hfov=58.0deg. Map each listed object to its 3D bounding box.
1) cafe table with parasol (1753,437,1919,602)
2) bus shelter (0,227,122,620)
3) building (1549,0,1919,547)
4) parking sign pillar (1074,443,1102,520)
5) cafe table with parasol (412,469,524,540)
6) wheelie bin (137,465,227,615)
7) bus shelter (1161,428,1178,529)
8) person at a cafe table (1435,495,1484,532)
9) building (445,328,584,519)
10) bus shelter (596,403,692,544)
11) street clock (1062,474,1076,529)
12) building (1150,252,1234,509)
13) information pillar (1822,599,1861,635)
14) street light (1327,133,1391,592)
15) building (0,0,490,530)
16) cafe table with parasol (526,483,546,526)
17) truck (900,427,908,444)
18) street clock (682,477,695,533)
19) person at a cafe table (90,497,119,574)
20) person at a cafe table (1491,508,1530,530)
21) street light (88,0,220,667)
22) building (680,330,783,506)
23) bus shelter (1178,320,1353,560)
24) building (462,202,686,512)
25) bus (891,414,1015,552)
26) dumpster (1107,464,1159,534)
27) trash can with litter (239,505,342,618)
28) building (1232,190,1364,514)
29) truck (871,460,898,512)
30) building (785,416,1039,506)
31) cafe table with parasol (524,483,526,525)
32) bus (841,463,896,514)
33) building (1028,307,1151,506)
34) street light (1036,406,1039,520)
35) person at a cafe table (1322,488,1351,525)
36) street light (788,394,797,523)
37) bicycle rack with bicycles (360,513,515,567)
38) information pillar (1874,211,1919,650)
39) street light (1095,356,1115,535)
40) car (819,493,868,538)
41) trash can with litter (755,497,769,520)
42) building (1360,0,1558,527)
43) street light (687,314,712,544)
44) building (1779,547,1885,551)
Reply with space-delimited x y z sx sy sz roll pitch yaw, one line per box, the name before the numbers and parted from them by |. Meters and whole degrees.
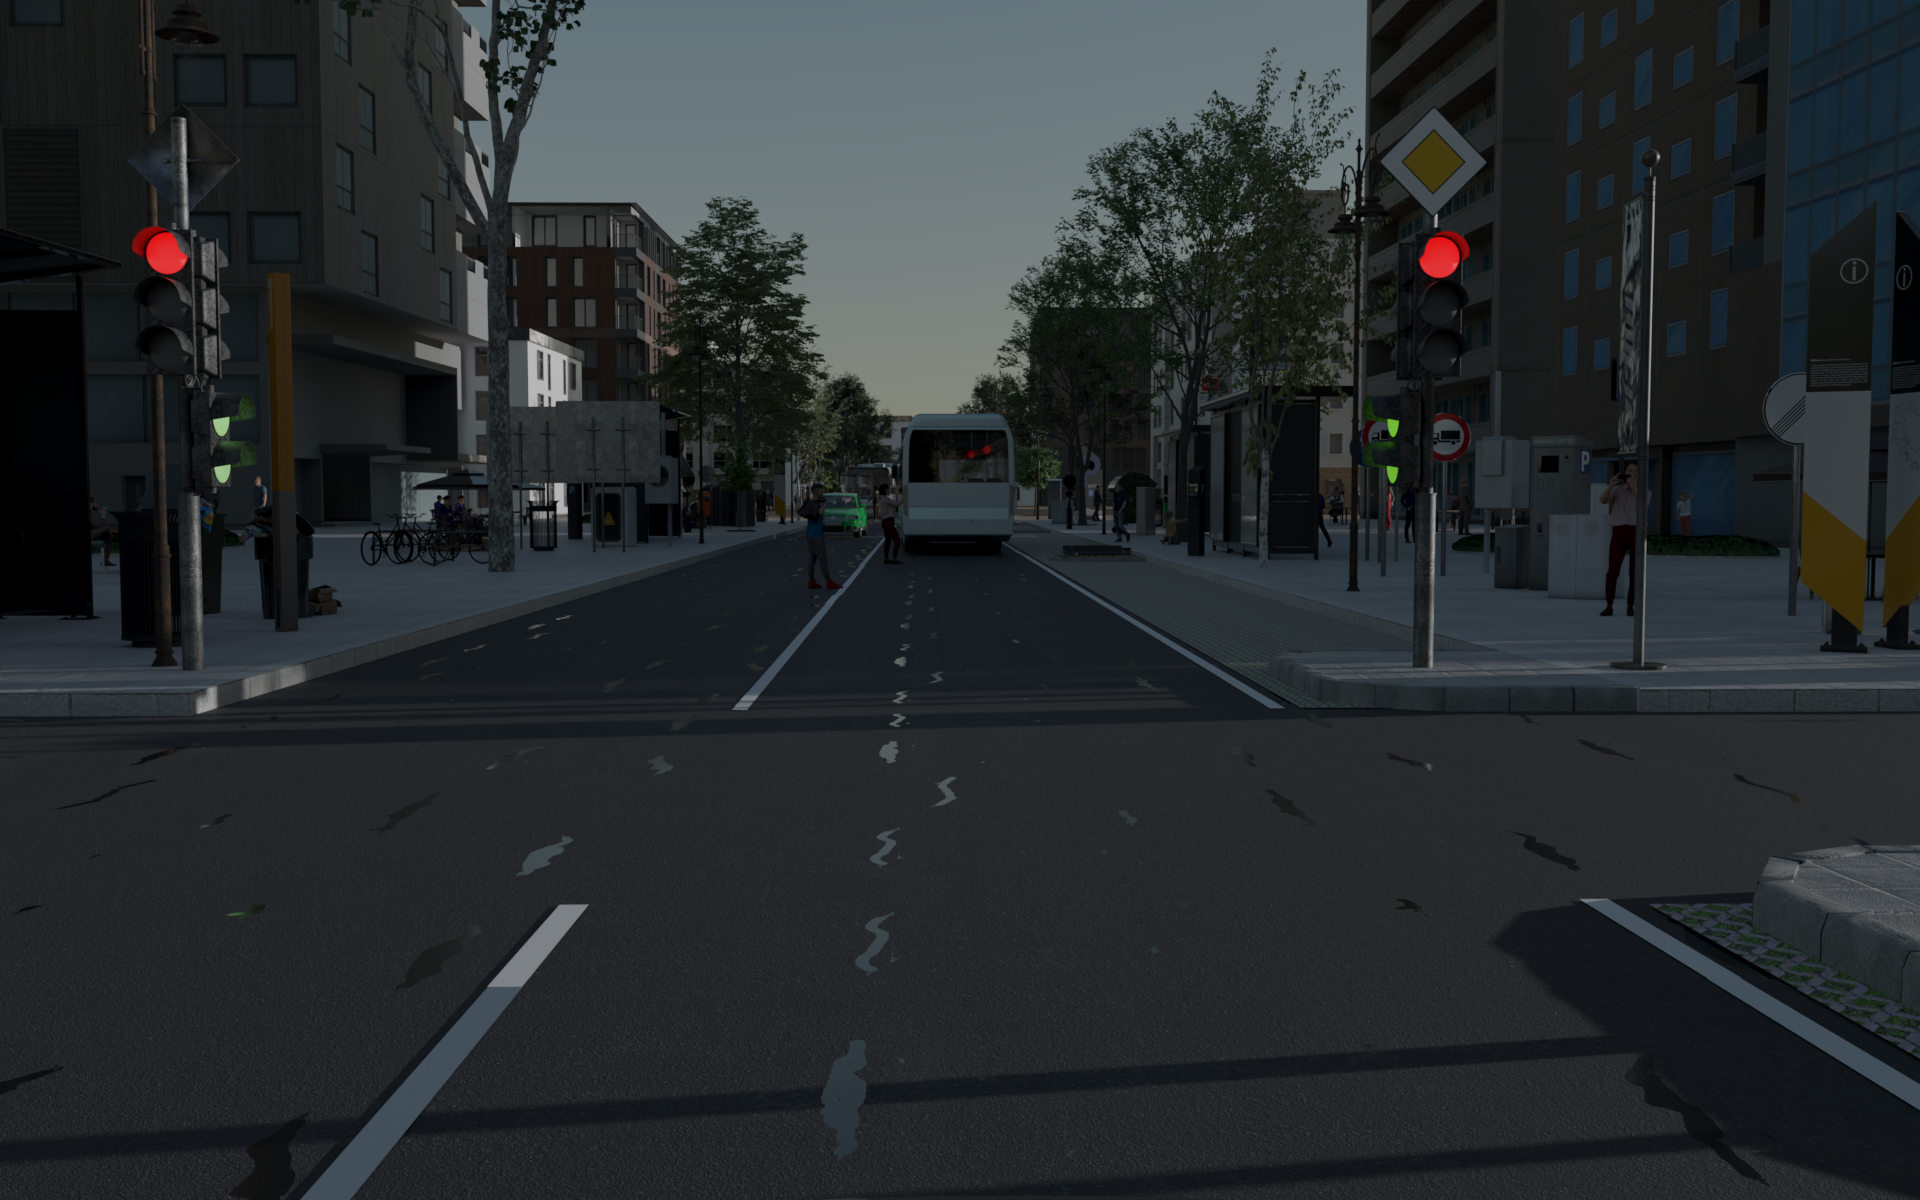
cafe table with parasol | 11.028 -0.986 20.985 2.610 1.966 2.610 -3 5 -43
bus shelter | -9.298 -1.426 14.597 1.731 3.624 6.357 0 4 -1
building | 27.022 -24.495 50.610 14.600 45.320 14.200 0 4 -1
parking sign pillar | 6.468 -6.014 86.806 1.447 3.967 1.447 -2 4 -25
cafe table with parasol | -13.305 -2.568 46.857 2.610 1.966 2.610 -1 4 -11
wheelie bin | -8.311 -0.649 18.514 0.980 1.594 0.693 1 4 13
bus shelter | 7.847 -4.824 56.507 2.179 5.291 8.768 0 4 -1
person at a cafe table | 16.667 -2.967 59.364 1.726 1.238 1.698 -1 4 -17
building | -26.613 -9.764 101.795 9.099 9.664 28.070 0 4 -1
bus shelter | -8.672 -3.466 47.960 1.731 3.624 6.357 0 4 -1
street clock | 3.999 -3.594 63.327 0.471 2.002 0.358 -1 4 -10
building | 25.325 -16.431 135.107 16.747 18.905 31.486 0 4 -1
information pillar | 8.125 -0.698 15.902 0.304 2.012 0.304 1 4 19
street light | 5.189 -3.052 22.684 0.468 5.910 1.993 0 4 -1
building | -35.913 -29.540 72.211 28.713 52.752 27.495 0 4 -1
cafe table with parasol | -18.283 -4.030 70.754 2.610 1.966 2.610 0 4 -7
truck | -1.223 -5.457 78.140 2.839 4.237 11.283 0 4 0
street clock | -9.061 -3.244 57.605 0.471 2.002 0.358 -3 4 -39
person at a cafe table | -13.556 -1.053 28.073 1.726 1.238 1.698 -1 4 -21
person at a cafe table | 19.400 -3.088 61.345 1.698 1.238 1.726 1 4 20
street light | -5.944 -2.445 12.765 0.468 5.910 1.993 0 4 -1
building | -35.459 -19.964 192.871 31.486 18.905 16.747 0 4 -1
bus shelter | 6.548 -3.674 37.708 2.179 5.291 8.768 0 4 -1
building | -39.209 -17.813 135.218 32.646 21.610 27.936 0 4 -1
bus | -0.325 -3.141 46.216 2.948 3.499 13.247 0 4 -3
dumpster | 5.622 -3.292 56.317 1.502 2.255 1.985 0 4 -1
trash can with litter | -6.985 -0.413 18.144 0.624 1.170 1.055 1 4 11
building | 26.211 -15.735 113.691 16.016 20.091 11.380 0 4 -1
truck | -6.155 -9.578 145.513 2.839 4.237 11.283 0 4 0
building | -5.315 -15.141 189.700 28.070 9.664 9.099 0 4 -1
cafe table with parasol | -15.731 -3.174 56.760 2.610 1.966 2.610 -1 4 -17
bus | -5.219 -6.562 102.143 2.948 3.499 13.247 0 4 -1
building | 24.933 -21.794 200.299 32.646 21.610 27.936 0 4 -1
street light | 3.882 -6.963 86.629 0.468 5.910 1.993 0 4 -1
person at a cafe table | 15.730 -3.934 72.841 1.698 1.524 1.622 2 4 25
street light | -7.428 -6.340 76.454 0.468 5.910 1.993 0 4 -1
bicycle rack with bicycles | -9.690 -1.125 31.782 2.852 0.926 2.925 3 4 37
information pillar | 7.803 -1.398 14.218 0.183 3.616 0.504 0 4 -5
street light | 4.555 -5.007 54.646 0.468 5.910 1.993 0 4 -1
car | -4.102 -3.030 58.344 1.959 1.807 4.718 0 4 1
trash can with litter | -9.846 -4.604 86.655 0.624 1.170 1.055 -2 4 -31
building | 31.367 -27.729 77.069 21.300 48.544 21.600 0 4 -1
street light | -6.679 -4.393 44.609 0.468 5.910 1.993 0 4 -1
building | 26.348 -23.563 35.371 14.200 45.320 14.600 0 4 -1
